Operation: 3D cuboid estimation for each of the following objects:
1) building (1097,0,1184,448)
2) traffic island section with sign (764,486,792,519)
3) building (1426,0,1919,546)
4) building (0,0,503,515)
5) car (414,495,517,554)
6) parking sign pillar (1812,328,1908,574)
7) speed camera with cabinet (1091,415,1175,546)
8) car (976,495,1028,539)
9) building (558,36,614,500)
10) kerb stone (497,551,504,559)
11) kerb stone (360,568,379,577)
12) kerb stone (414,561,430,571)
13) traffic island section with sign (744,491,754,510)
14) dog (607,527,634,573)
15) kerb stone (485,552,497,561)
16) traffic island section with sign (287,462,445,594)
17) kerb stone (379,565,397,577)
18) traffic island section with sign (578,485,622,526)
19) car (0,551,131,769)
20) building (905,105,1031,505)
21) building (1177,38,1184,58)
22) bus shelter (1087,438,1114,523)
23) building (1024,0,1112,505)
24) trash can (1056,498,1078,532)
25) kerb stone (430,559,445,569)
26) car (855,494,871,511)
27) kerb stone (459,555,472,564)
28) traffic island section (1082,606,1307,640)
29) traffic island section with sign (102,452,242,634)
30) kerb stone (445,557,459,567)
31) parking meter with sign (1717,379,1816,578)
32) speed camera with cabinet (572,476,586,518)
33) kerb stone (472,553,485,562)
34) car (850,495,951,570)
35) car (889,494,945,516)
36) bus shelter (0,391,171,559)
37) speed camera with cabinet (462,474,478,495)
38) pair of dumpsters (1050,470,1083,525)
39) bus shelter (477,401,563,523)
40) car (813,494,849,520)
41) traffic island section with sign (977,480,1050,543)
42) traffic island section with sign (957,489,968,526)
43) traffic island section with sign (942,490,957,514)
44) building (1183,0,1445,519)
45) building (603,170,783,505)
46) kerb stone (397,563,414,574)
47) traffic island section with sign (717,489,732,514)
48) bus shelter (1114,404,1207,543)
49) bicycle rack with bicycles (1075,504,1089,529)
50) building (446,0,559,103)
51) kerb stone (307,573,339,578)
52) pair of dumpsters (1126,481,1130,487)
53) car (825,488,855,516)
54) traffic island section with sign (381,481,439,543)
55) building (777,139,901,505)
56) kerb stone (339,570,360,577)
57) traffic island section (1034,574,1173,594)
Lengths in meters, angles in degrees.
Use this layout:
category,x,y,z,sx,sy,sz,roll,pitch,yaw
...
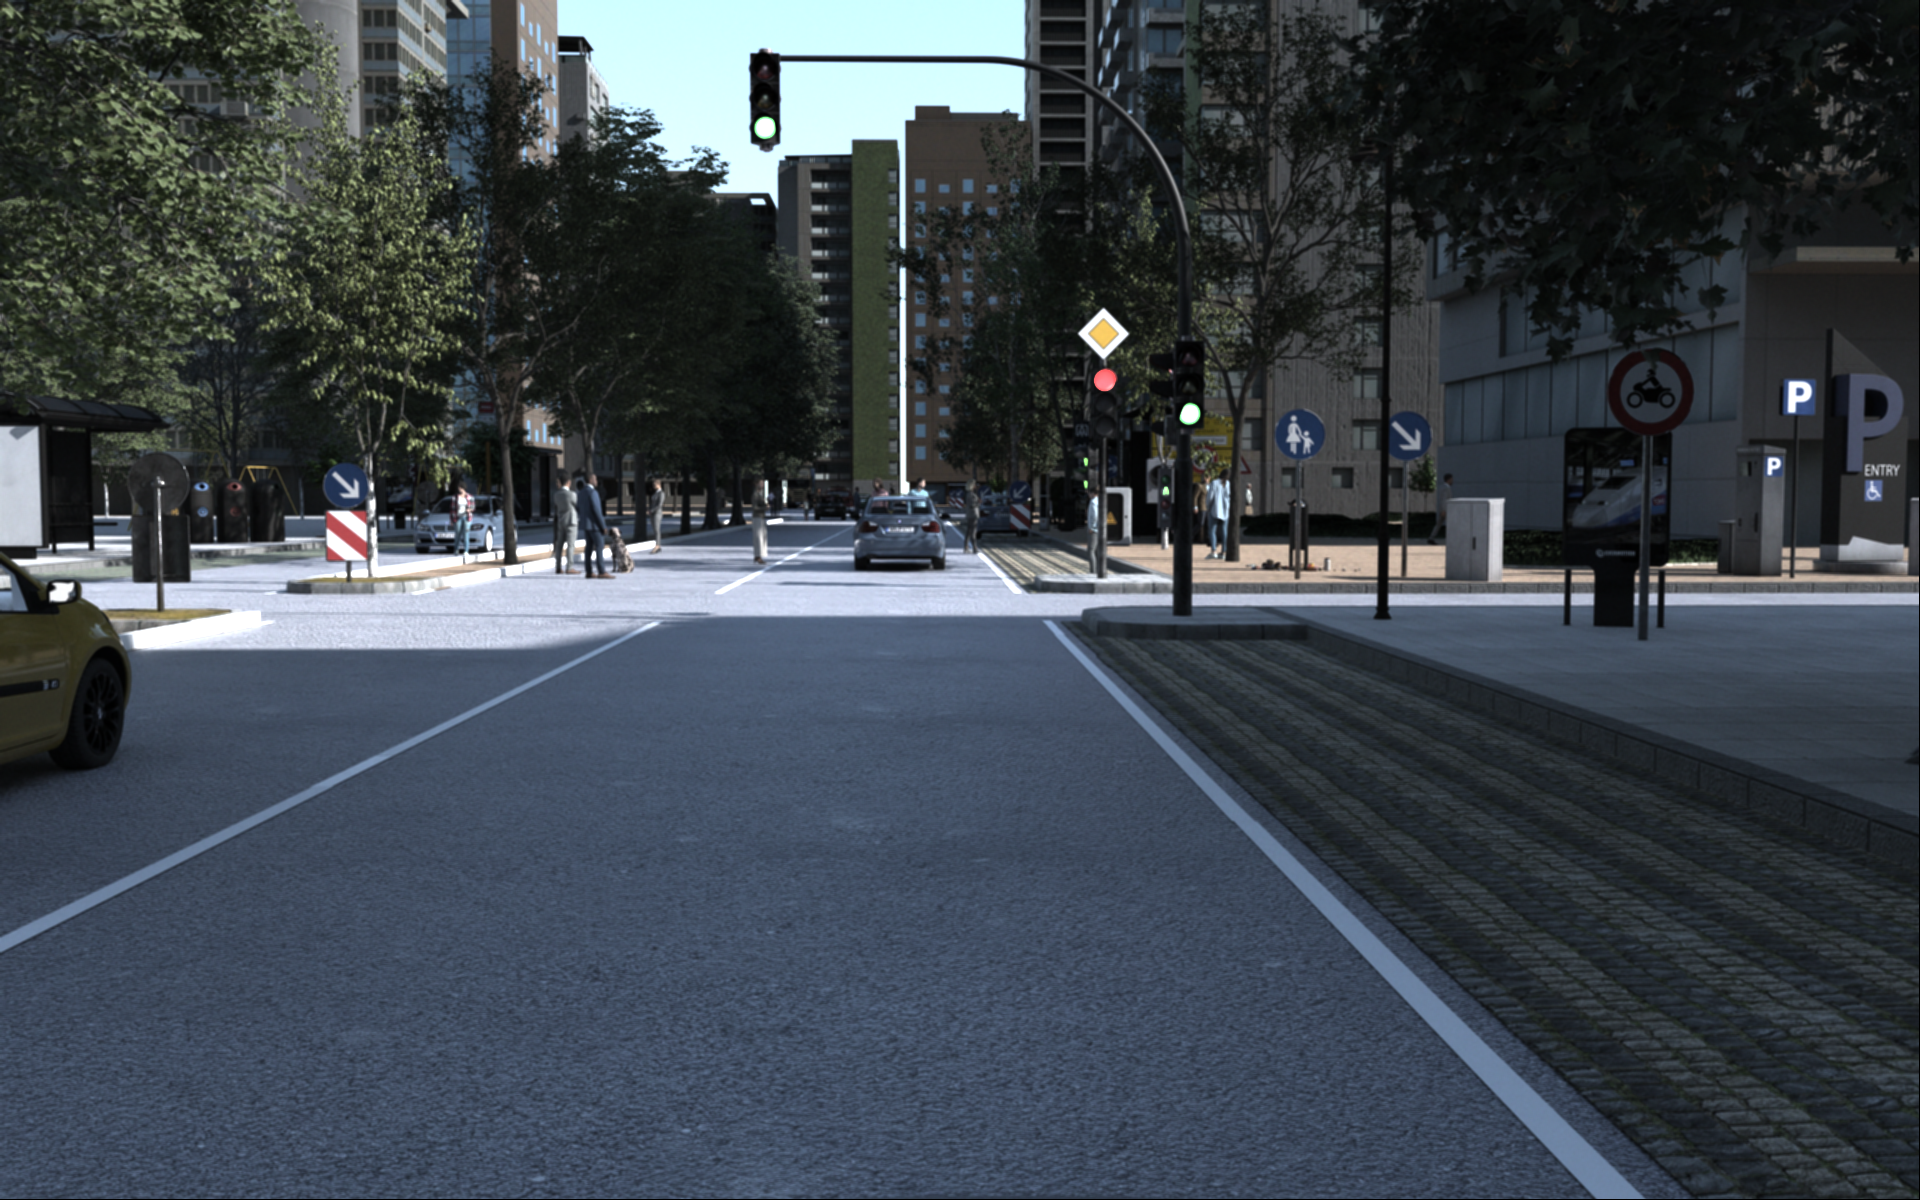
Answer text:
category,x,y,z,sx,sy,sz,roll,pitch,yaw
building,23.922,-32.513,151.193,23.786,49.044,30.456,0,4,-1
traffic island section with sign,-10.644,-5.670,100.841,2.006,1.907,1.989,0,4,-1
building,31.080,-28.313,52.164,27.495,52.752,28.713,0,4,-1
building,-47.003,-25.710,112.248,32.217,40.220,23.993,0,4,-1
car,-12.286,-1.914,43.293,2.014,1.417,4.499,0,4,-2
parking sign pillar,14.810,-2.439,28.342,1.447,3.967,1.447,-1,4,-15
speed camera with cabinet,4.299,-2.984,43.126,2.038,3.252,0.660,0,4,3
car,1.285,-2.705,56.234,2.014,1.417,4.499,0,4,-1
building,-39.310,-28.994,157.645,14.086,41.232,14.154,0,4,-1
kerb stone,-10.251,-0.986,38.357,0.120,0.150,1.000,0,4,-1
kerb stone,-10.043,-0.425,29.137,0.120,0.150,1.000,0,4,-1
kerb stone,-10.105,-0.612,32.208,0.120,0.150,1.000,0,4,-1
traffic island section with sign,-18.227,-8.962,155.161,1.989,1.847,2.006,0,4,-1
dog,-6.219,-0.907,31.659,0.513,0.831,0.800,-1,4,-9
kerb stone,-10.222,-0.925,37.325,0.120,0.150,1.000,0,4,-1
traffic island section with sign,-8.893,-1.076,25.723,2.006,1.907,1.989,0,4,-1
kerb stone,-10.066,-0.487,30.161,0.120,0.150,1.000,0,4,-1
traffic island section with sign,-16.455,-4.296,78.862,1.989,1.847,2.006,0,4,-1
car,-5.268,0.146,7.845,2.015,1.641,3.980,0,4,-3
building,0.753,-33.823,203.122,14.200,45.320,14.600,0,4,-1
building,29.376,-26.417,123.803,32.217,40.220,23.993,0,4,-1
bus shelter,6.199,-5.042,73.714,1.731,3.624,6.357,0,4,-2
building,18.392,-46.946,205.822,20.611,71.187,20.563,0,4,-1
trash can,3.657,-2.921,59.416,0.748,1.137,0.748,0,3,0
kerb stone,-10.128,-0.674,33.230,0.120,0.150,1.000,0,4,-1
car,-7.817,-7.874,140.545,2.131,1.459,4.920,0,4,1
kerb stone,-10.179,-0.796,35.277,0.120,0.150,1.000,0,4,-1
traffic island section,2.365,0.241,18.335,2.009,0.180,2.903,0,4,-1
traffic island section with sign,-8.731,-0.623,18.318,2.006,1.907,1.989,0,4,-1
kerb stone,-10.151,-0.736,34.255,0.120,0.150,1.000,0,4,-1
parking meter with sign,12.565,-1.891,27.172,0.543,3.016,1.738,-1,4,-10
speed camera with cabinet,-20.148,-5.889,90.628,2.038,3.252,0.660,2,4,35
kerb stone,-10.204,-0.857,36.300,0.120,0.150,1.000,0,4,-1
car,-1.175,-1.351,34.089,2.014,1.417,4.499,0,4,-2
car,-1.408,-2.322,48.185,2.015,1.641,3.980,0,4,-3
bus shelter,-18.833,-2.608,36.562,2.014,3.302,5.546,0,4,-1
speed camera with cabinet,-21.526,-4.976,75.700,0.660,3.252,2.038,-1,4,-22
pair of dumpsters,4.275,-4.313,73.003,1.574,2.255,4.437,0,4,-1
bus shelter,-19.690,-6.089,77.183,2.179,5.291,8.768,0,4,-1
car,-7.195,-5.286,96.210,2.009,1.686,4.222,0,4,-3
traffic island section with sign,1.614,-2.586,50.910,1.989,1.847,2.006,0,4,-1
traffic island section with sign,0.980,-4.259,78.267,1.989,1.847,2.006,0,4,-1
traffic island section with sign,-0.170,-7.304,128.046,1.989,1.847,2.006,0,4,-1
building,18.565,-24.906,90.808,14.154,41.232,14.086,0,4,-1
building,-33.620,-31.729,210.656,23.993,40.220,32.217,0,4,-1
kerb stone,-10.084,-0.550,31.186,0.120,0.150,1.000,0,4,-1
traffic island section with sign,-17.593,-7.280,127.653,1.989,1.847,2.006,0,4,-1
bus shelter,5.595,-3.486,48.287,1.731,3.624,6.357,0,4,-1
bicycle rack with bicycles,5.385,-2.996,62.369,2.852,0.926,2.925,-1,4,-16
building,-38.770,-29.455,131.701,14.600,45.320,14.200,0,4,-1
kerb stone,-9.988,-0.299,27.084,0.120,0.150,1.000,0,4,-1
pair of dumpsters,6.450,-3.327,56.890,1.574,2.255,4.437,0,4,-1
car,-7.547,-6.072,107.958,2.281,1.827,5.304,0,4,-3
traffic island section with sign,-15.824,-2.602,51.169,1.989,1.847,2.006,0,4,-1
building,-13.997,-31.739,202.528,14.086,41.232,14.154,0,4,-1
kerb stone,-10.010,-0.361,28.106,0.120,0.150,1.000,0,4,-1
traffic island section,2.180,-0.247,26.318,2.009,0.180,2.903,0,4,-1
